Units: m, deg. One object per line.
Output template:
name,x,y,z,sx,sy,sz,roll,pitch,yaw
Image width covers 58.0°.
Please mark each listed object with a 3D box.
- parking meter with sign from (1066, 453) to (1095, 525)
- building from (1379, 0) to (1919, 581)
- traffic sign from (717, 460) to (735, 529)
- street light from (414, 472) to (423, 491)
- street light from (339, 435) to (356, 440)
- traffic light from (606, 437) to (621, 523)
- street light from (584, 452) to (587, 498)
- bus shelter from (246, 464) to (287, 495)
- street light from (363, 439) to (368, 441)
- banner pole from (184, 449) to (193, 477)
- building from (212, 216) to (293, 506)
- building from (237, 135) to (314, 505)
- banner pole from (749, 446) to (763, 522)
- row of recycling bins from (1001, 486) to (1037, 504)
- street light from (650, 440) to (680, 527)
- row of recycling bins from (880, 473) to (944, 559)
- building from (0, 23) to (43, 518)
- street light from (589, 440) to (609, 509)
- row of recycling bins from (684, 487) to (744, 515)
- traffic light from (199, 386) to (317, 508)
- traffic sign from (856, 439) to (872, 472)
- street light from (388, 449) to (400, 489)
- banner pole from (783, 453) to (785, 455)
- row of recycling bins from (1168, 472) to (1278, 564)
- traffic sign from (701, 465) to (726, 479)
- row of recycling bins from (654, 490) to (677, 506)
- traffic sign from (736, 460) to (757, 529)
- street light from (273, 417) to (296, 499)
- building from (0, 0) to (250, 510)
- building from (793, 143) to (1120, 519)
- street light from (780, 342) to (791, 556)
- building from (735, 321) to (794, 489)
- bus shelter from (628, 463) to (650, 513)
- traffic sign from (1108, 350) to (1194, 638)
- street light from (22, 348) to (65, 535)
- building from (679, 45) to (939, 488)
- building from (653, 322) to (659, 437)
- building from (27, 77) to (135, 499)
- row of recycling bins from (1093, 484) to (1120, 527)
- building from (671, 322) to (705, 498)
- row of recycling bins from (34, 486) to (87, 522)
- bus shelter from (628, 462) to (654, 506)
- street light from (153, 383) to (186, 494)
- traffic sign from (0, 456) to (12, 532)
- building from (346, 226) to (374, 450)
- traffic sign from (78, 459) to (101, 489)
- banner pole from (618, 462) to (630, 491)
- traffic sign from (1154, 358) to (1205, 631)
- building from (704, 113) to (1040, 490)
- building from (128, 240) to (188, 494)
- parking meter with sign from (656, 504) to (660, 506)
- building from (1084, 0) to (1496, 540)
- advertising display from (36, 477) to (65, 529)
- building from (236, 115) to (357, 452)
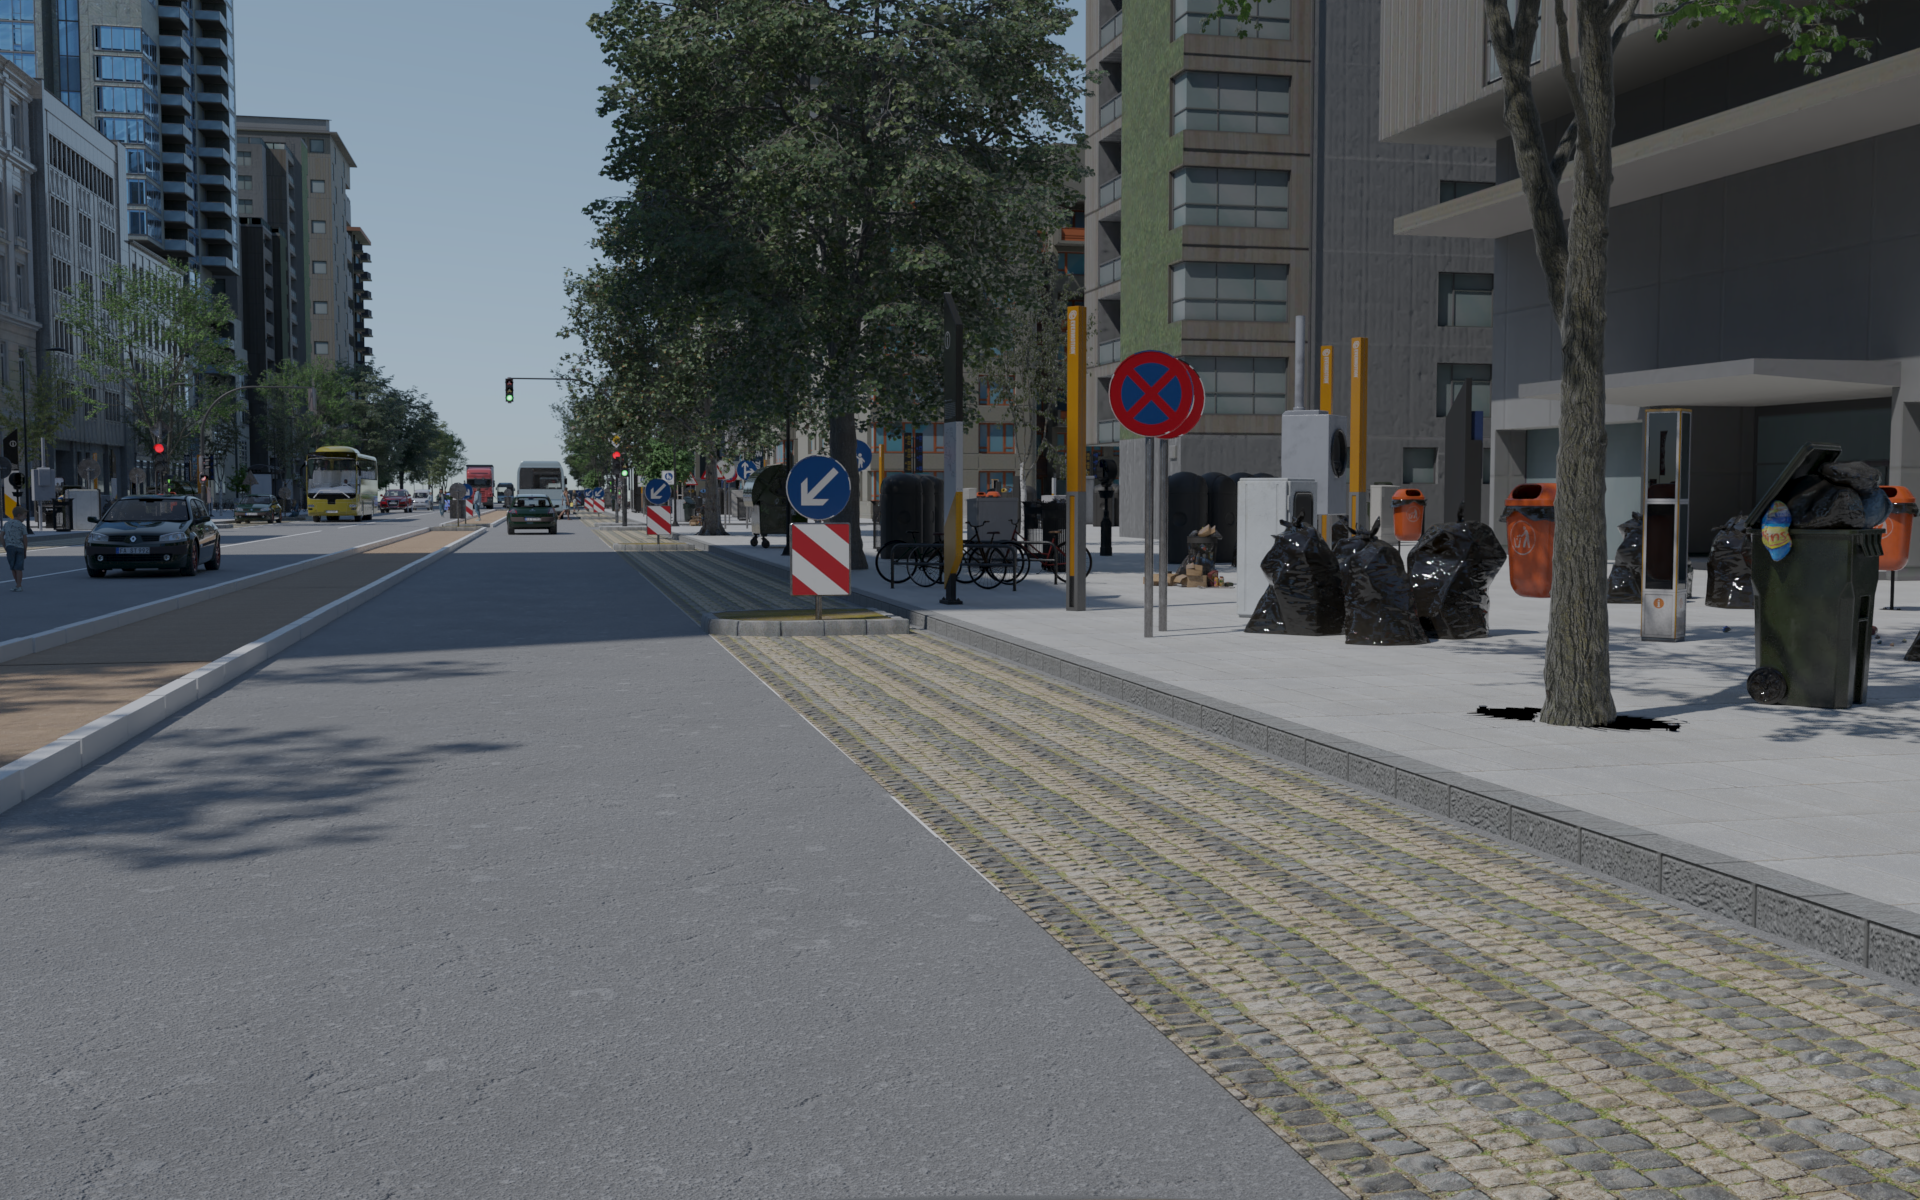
parking meter with sign,5.316,-4.681,72.788,1.738,3.016,0.543,0,4,1
building,24.780,-26.694,25.686,28.713,52.752,27.495,-1,4,-13
traffic sign,-8.611,-3.877,63.491,0.768,2.556,0.104,-1,4,-9
street light,-65.804,-14.556,210.526,1.470,5.913,1.316,-1,4,-13
street light,-48.196,-10.012,136.233,1.470,5.913,1.316,-1,4,-13
traffic light,-15.146,-5.342,76.269,0.839,4.253,0.868,-1,4,-13
street light,-40.906,-13.407,191.746,1.470,5.913,1.316,-1,4,-13
bus shelter,-47.722,-7.658,119.124,2.014,3.302,5.546,-1,4,-13
street light,-50.832,-10.656,146.774,1.470,5.913,1.316,-1,4,-13
banner pole,-42.900,-6.508,96.422,0.863,3.779,0.401,2,4,26
building,-77.378,-24.854,178.060,14.160,30.474,14.107,-1,4,-13
building,-80.080,-31.068,191.552,14.154,41.232,14.086,-1,4,-13
banner pole,-9.348,-5.430,78.794,0.863,3.779,0.401,-1,4,-8
row of recycling bins,2.925,-4.857,86.532,1.069,1.692,3.534,-1,4,-19
street light,-11.771,-5.846,68.125,1.470,5.913,1.316,-1,4,-13
row of recycling bins,-0.891,-1.750,35.724,1.069,1.692,3.534,1,4,10
building,-56.157,-18.423,87.127,13.634,28.700,20.117,-1,4,-13
street light,-31.053,-10.838,149.735,1.470,5.913,1.316,-1,4,-13
row of recycling bins,-15.358,-6.105,106.935,3.534,1.692,1.069,0,4,7
traffic light,-29.585,-6.007,72.887,4.771,5.953,1.251,-1,4,-13
traffic sign,-2.431,-2.460,40.332,0.768,2.556,0.104,-1,4,-12
street light,-58.283,-12.592,178.415,1.470,5.913,1.316,-1,4,-13
banner pole,-10.409,-6.994,104.372,0.863,3.779,0.401,2,4,34
row of recycling bins,5.063,-1.578,32.913,1.069,1.692,3.534,3,5,41
traffic sign,-8.814,-3.785,61.881,0.884,2.594,0.081,0,4,-6
row of recycling bins,-24.274,-8.518,146.382,3.534,1.692,1.069,-1,4,-17
traffic sign,-7.903,-3.924,64.257,0.768,2.556,0.104,0,4,-6
street light,-40.610,-8.048,104.119,1.470,5.913,1.316,-1,4,-13
building,-76.277,-51.425,153.478,22.319,86.520,31.000,-1,4,-13
building,6.283,-15.919,105.320,28.899,21.520,27.650,-1,4,-13
street light,-4.105,-3.875,35.901,1.470,5.913,1.316,-1,4,-13
building,-2.204,-17.784,135.814,27.650,21.520,28.899,-1,4,-13
bus shelter,-21.935,-8.710,120.033,2.179,5.291,8.768,-1,4,-13
traffic sign,1.688,-0.937,15.423,0.768,2.556,0.104,0,4,-6
street light,-29.044,-5.038,54.917,1.470,5.913,1.316,-1,4,-13
building,-17.885,-37.658,204.943,28.713,52.752,27.495,-1,4,-13
building,-40.983,-41.251,294.065,23.786,49.044,30.456,-1,4,-13
building,-60.109,-17.679,107.069,12.078,24.808,19.932,-1,4,-13
row of recycling bins,6.414,-3.785,68.996,1.069,1.692,3.534,3,4,38
building,-34.873,-37.345,265.215,22.147,44.769,28.867,-1,4,-13
row of recycling bins,-41.709,-4.479,80.340,1.069,1.692,3.534,0,4,4
bus shelter,-23.607,-8.382,128.335,1.731,3.624,6.357,-1,4,-13
street light,-33.027,-6.106,72.377,1.470,5.913,1.316,-1,4,-13
traffic sign,-32.272,-3.556,58.245,0.768,2.556,0.104,0,4,-6
building,-104.537,-37.783,272.383,22.147,44.769,28.867,-1,4,-13
traffic sign,-31.298,-3.802,62.264,0.768,2.556,0.104,-1,4,-11
banner pole,-22.789,-7.759,116.881,0.863,3.779,0.401,-1,4,-14
traffic sign,1.897,-0.980,16.125,0.768,2.556,0.104,-1,4,-12
building,-10.171,-29.900,180.741,32.217,40.220,23.993,-1,4,-13
building,-63.107,-16.937,126.067,9.793,20.994,18.267,-1,4,-13
parking meter with sign,-17.548,-6.440,101.553,0.543,3.016,1.738,0,4,3
building,11.210,-22.647,53.878,14.154,41.232,14.086,-1,4,-13
advertising display,-33.847,-3.623,64.453,0.974,1.923,0.123,-2,4,-35
building,-100.817,-40.054,244.114,28.713,52.752,27.495,-1,4,-13
